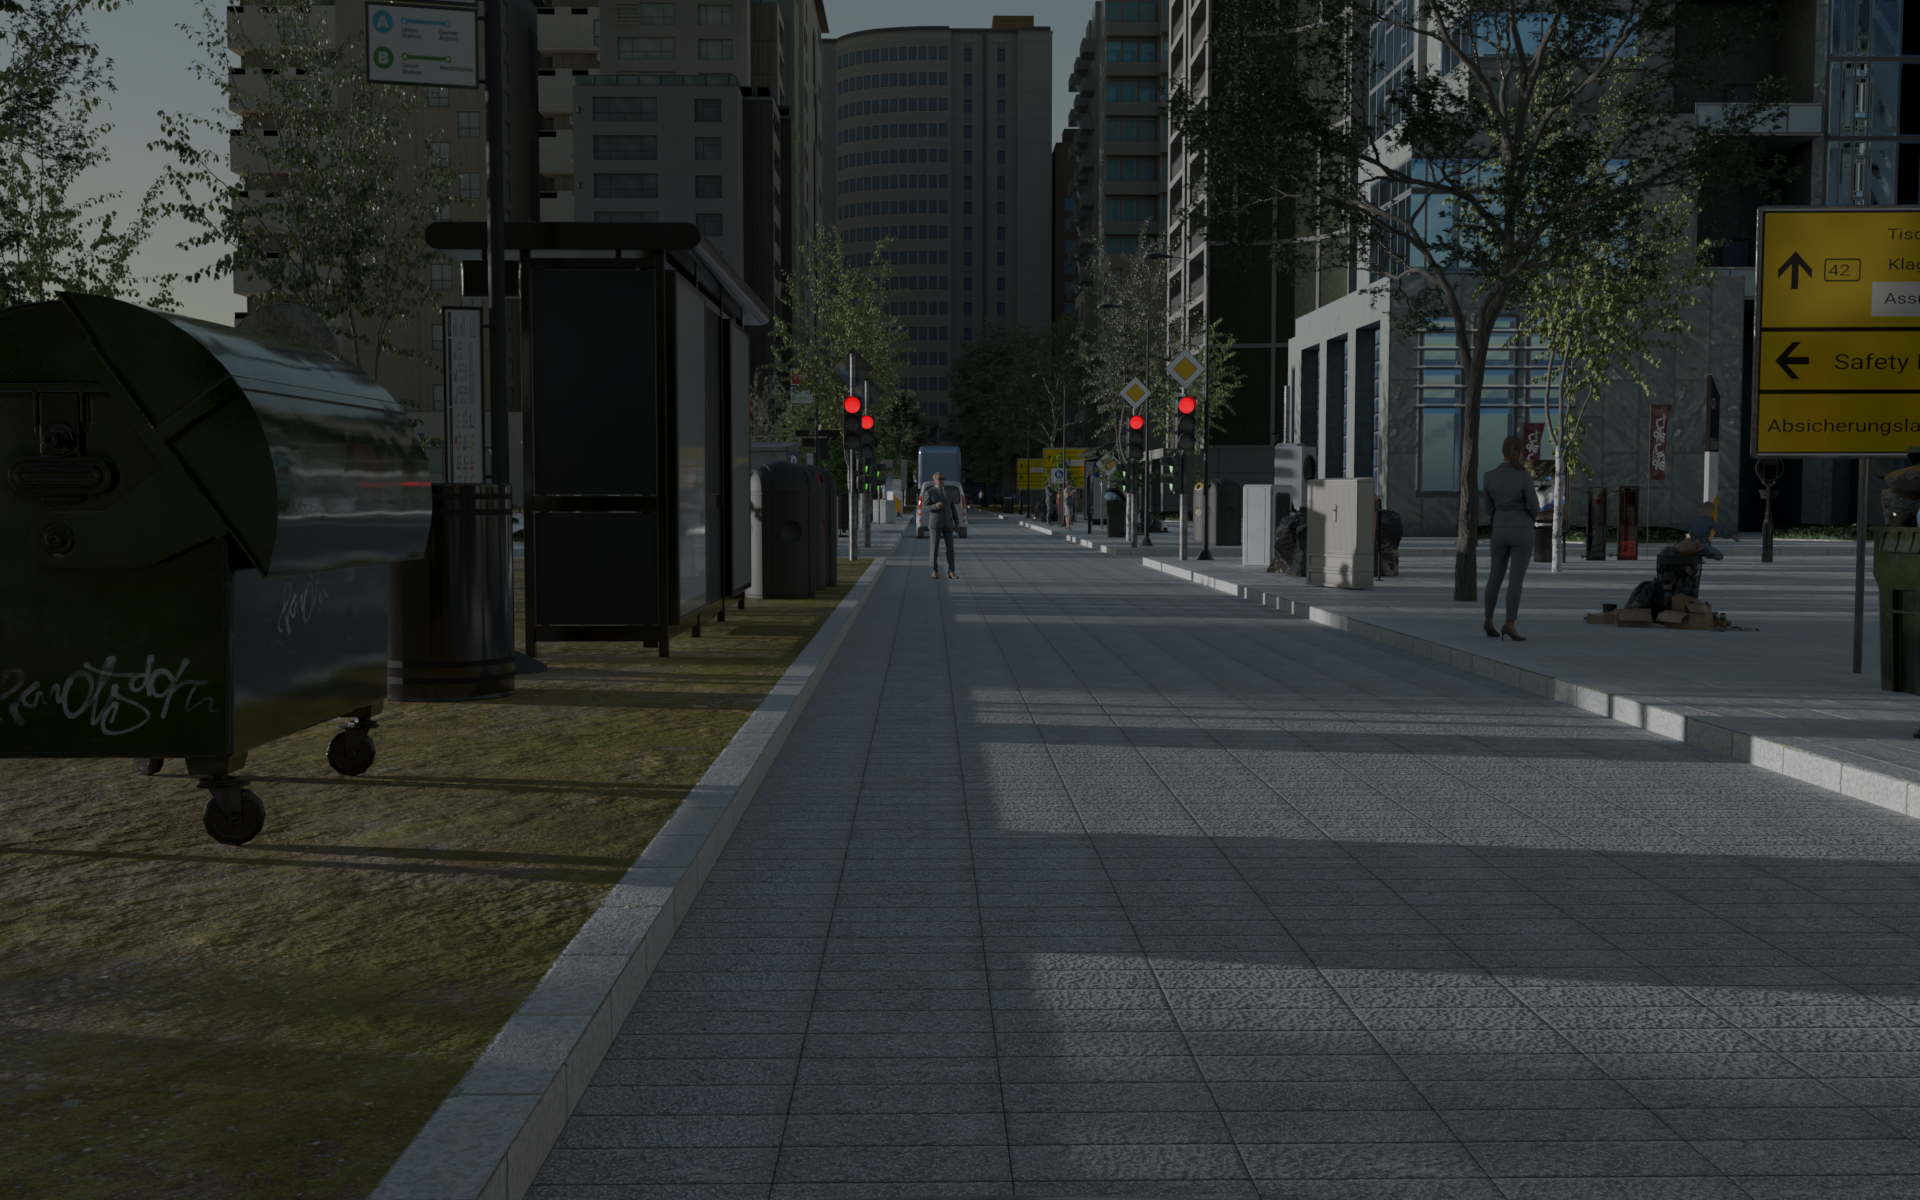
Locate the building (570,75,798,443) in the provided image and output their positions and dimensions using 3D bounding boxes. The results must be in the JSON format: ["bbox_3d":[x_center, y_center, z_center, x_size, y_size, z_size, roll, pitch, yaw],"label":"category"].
[{"bbox_3d":[-19.129,-21.496,123.157,14.160,30.474,14.107,0,4,-1],"label":"building"}]

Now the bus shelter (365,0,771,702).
[{"bbox_3d":[-3.107,-2.277,14.867,2.179,5.291,8.768,0,4,-1],"label":"bus shelter"}]

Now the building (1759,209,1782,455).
[{"bbox_3d":[67.263,-33.724,175.087,21.600,48.544,21.300,0,4,-1],"label":"building"}]

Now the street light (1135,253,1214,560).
[{"bbox_3d":[4.231,-3.729,33.504,1.470,5.913,1.316,0,4,-1],"label":"street light"}]

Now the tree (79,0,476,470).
[{"bbox_3d":[-8.045,-4.393,22.189,4.360,8.622,3.978,0,3,0],"label":"tree"}]

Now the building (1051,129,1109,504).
[{"bbox_3d":[18.459,-34.583,215.547,14.200,45.320,14.600,0,4,-1],"label":"building"}]

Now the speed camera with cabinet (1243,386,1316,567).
[{"bbox_3d":[5.765,-2.249,31.112,0.660,3.252,2.038,2,4,33],"label":"speed camera with cabinet"}]

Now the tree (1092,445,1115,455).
[{"bbox_3d":[8.715,-7.755,110.501,4.285,4.588,4.351,0,3,0],"label":"tree"}]

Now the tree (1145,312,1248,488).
[{"bbox_3d":[9.418,-7.285,69.471,4.737,8.622,4.395,0,3,0],"label":"tree"}]

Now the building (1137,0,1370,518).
[{"bbox_3d":[20.932,-40.172,95.068,20.563,71.187,20.611,0,4,-1],"label":"building"}]

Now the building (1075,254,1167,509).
[{"bbox_3d":[24.317,-18.019,139.644,27.650,21.520,28.899,0,4,-1],"label":"building"}]

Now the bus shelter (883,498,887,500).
[{"bbox_3d":[-5.356,-7.120,110.338,2.014,3.302,5.546,0,4,-1],"label":"bus shelter"}]

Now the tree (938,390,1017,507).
[{"bbox_3d":[2.536,-15.691,173.547,9.611,12.733,9.660,0,3,0],"label":"tree"}]

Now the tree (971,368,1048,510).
[{"bbox_3d":[3.805,-13.038,138.933,9.928,11.665,9.643,0,3,0],"label":"tree"}]

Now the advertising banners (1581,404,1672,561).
[{"bbox_3d":[12.941,-2.286,33.568,2.074,3.025,0.090,-1,4,-20],"label":"advertising banners"}]

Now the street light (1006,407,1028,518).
[{"bbox_3d":[3.099,-7.312,92.100,1.470,5.913,1.316,0,4,-1],"label":"street light"}]

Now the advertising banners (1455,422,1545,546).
[{"bbox_3d":[13.261,-2.835,42.533,2.074,3.025,0.090,1,4,11],"label":"advertising banners"}]

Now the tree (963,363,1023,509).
[{"bbox_3d":[3.956,-14.128,149.125,7.486,12.596,7.792,0,3,0],"label":"tree"}]

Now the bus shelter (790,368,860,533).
[{"bbox_3d":[-4.374,-4.909,57.891,2.179,5.291,8.768,0,4,-1],"label":"bus shelter"}]

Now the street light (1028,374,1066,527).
[{"bbox_3d":[3.508,-5.783,67.098,1.470,5.913,1.316,0,4,-1],"label":"street light"}]

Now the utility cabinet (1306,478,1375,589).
[{"bbox_3d":[5.171,-0.913,23.612,0.318,1.500,1.173,-1,4,-22],"label":"utility cabinet"}]

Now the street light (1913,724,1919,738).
[{"bbox_3d":[4.659,-2.228,8.970,1.470,5.913,1.316,0,4,-1],"label":"street light"}]

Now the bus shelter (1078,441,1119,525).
[{"bbox_3d":[5.925,-4.576,68.737,2.014,3.302,5.546,0,4,-1],"label":"bus shelter"}]

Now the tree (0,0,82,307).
[{"bbox_3d":[-8.669,-3.819,12.797,4.360,8.622,3.978,0,3,0],"label":"tree"}]

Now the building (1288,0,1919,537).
[{"bbox_3d":[27.891,-45.710,60.031,31.000,86.520,22.319,0,4,-1],"label":"building"}]

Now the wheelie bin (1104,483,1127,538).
[{"bbox_3d":[4.622,-2.652,51.263,0.693,1.594,0.980,0,4,8],"label":"wheelie bin"}]

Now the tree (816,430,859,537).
[{"bbox_3d":[-3.450,-3.493,51.718,1.663,3.219,1.824,0,3,0],"label":"tree"}]

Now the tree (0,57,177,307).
[{"bbox_3d":[-16.043,-4.891,30.336,4.737,8.622,4.395,0,3,0],"label":"tree"}]

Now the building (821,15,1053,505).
[{"bbox_3d":[-3.242,-41.300,217.251,28.212,58.520,21.231,0,4,-1],"label":"building"}]

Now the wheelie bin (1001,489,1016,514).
[{"bbox_3d":[3.202,-6.499,114.161,0.980,1.594,0.693,1,4,12],"label":"wheelie bin"}]

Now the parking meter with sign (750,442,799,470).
[{"bbox_3d":[-2.744,-1.781,25.382,1.738,3.016,0.543,1,4,17],"label":"parking meter with sign"}]

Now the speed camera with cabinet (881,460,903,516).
[{"bbox_3d":[-3.990,-6.479,100.265,0.660,3.252,2.038,-2,4,-27],"label":"speed camera with cabinet"}]

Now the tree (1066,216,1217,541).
[{"bbox_3d":[4.732,-5.912,47.031,4.360,8.622,3.978,0,3,0],"label":"tree"}]

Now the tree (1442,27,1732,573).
[{"bbox_3d":[10.015,-4.753,28.077,4.737,8.622,4.395,0,3,0],"label":"tree"}]

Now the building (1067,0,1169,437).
[{"bbox_3d":[22.198,-33.565,168.390,23.786,49.044,30.456,0,4,-1],"label":"building"}]

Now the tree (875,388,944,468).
[{"bbox_3d":[-5.647,-13.310,152.034,7.601,10.594,8.767,2,4,30],"label":"tree"}]

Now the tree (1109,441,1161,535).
[{"bbox_3d":[5.450,-3.635,54.032,1.663,3.219,1.824,0,3,0],"label":"tree"}]

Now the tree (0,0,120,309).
[{"bbox_3d":[-14.421,-5.259,20.402,7.601,10.594,8.767,0,4,1],"label":"tree"}]

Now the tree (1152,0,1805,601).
[{"bbox_3d":[5.846,-5.250,20.243,8.767,10.594,7.601,3,4,37],"label":"tree"}]

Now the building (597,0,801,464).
[{"bbox_3d":[-20.169,-27.726,136.914,14.154,41.232,14.086,0,4,-1],"label":"building"}]

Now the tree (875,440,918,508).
[{"bbox_3d":[-4.735,-7.369,104.191,4.285,4.588,4.351,0,3,0],"label":"tree"}]

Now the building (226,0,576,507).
[{"bbox_3d":[-54.694,-35.427,168.474,27.495,52.752,28.713,0,4,-1],"label":"building"}]

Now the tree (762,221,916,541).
[{"bbox_3d":[-3.030,-5.876,46.429,4.737,8.622,4.395,0,3,0],"label":"tree"}]

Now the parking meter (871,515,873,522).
[{"bbox_3d":[-4.254,-4.442,81.042,0.372,1.533,0.369,0,3,0],"label":"parking meter"}]

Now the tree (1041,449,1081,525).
[{"bbox_3d":[4.394,-4.805,73.170,1.663,3.219,1.824,0,3,0],"label":"tree"}]

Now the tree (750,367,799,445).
[{"bbox_3d":[-11.695,-9.258,101.736,4.360,8.622,3.978,0,3,0],"label":"tree"}]

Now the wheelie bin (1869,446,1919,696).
[{"bbox_3d":[6.302,-0.194,11.083,0.693,1.594,0.980,-1,4,-11],"label":"wheelie bin"}]

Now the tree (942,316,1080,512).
[{"bbox_3d":[3.489,-13.349,124.910,9.857,13.997,8.962,0,3,0],"label":"tree"}]

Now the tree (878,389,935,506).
[{"bbox_3d":[-6.273,-16.479,187.557,7.486,12.596,7.792,0,3,0],"label":"tree"}]

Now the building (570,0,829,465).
[{"bbox_3d":[-27.204,-35.459,168.995,27.495,52.752,28.713,0,4,-1],"label":"building"}]

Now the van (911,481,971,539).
[{"bbox_3d":[-0.611,-3.067,57.154,2.013,2.044,4.112,0,4,-1],"label":"van"}]
